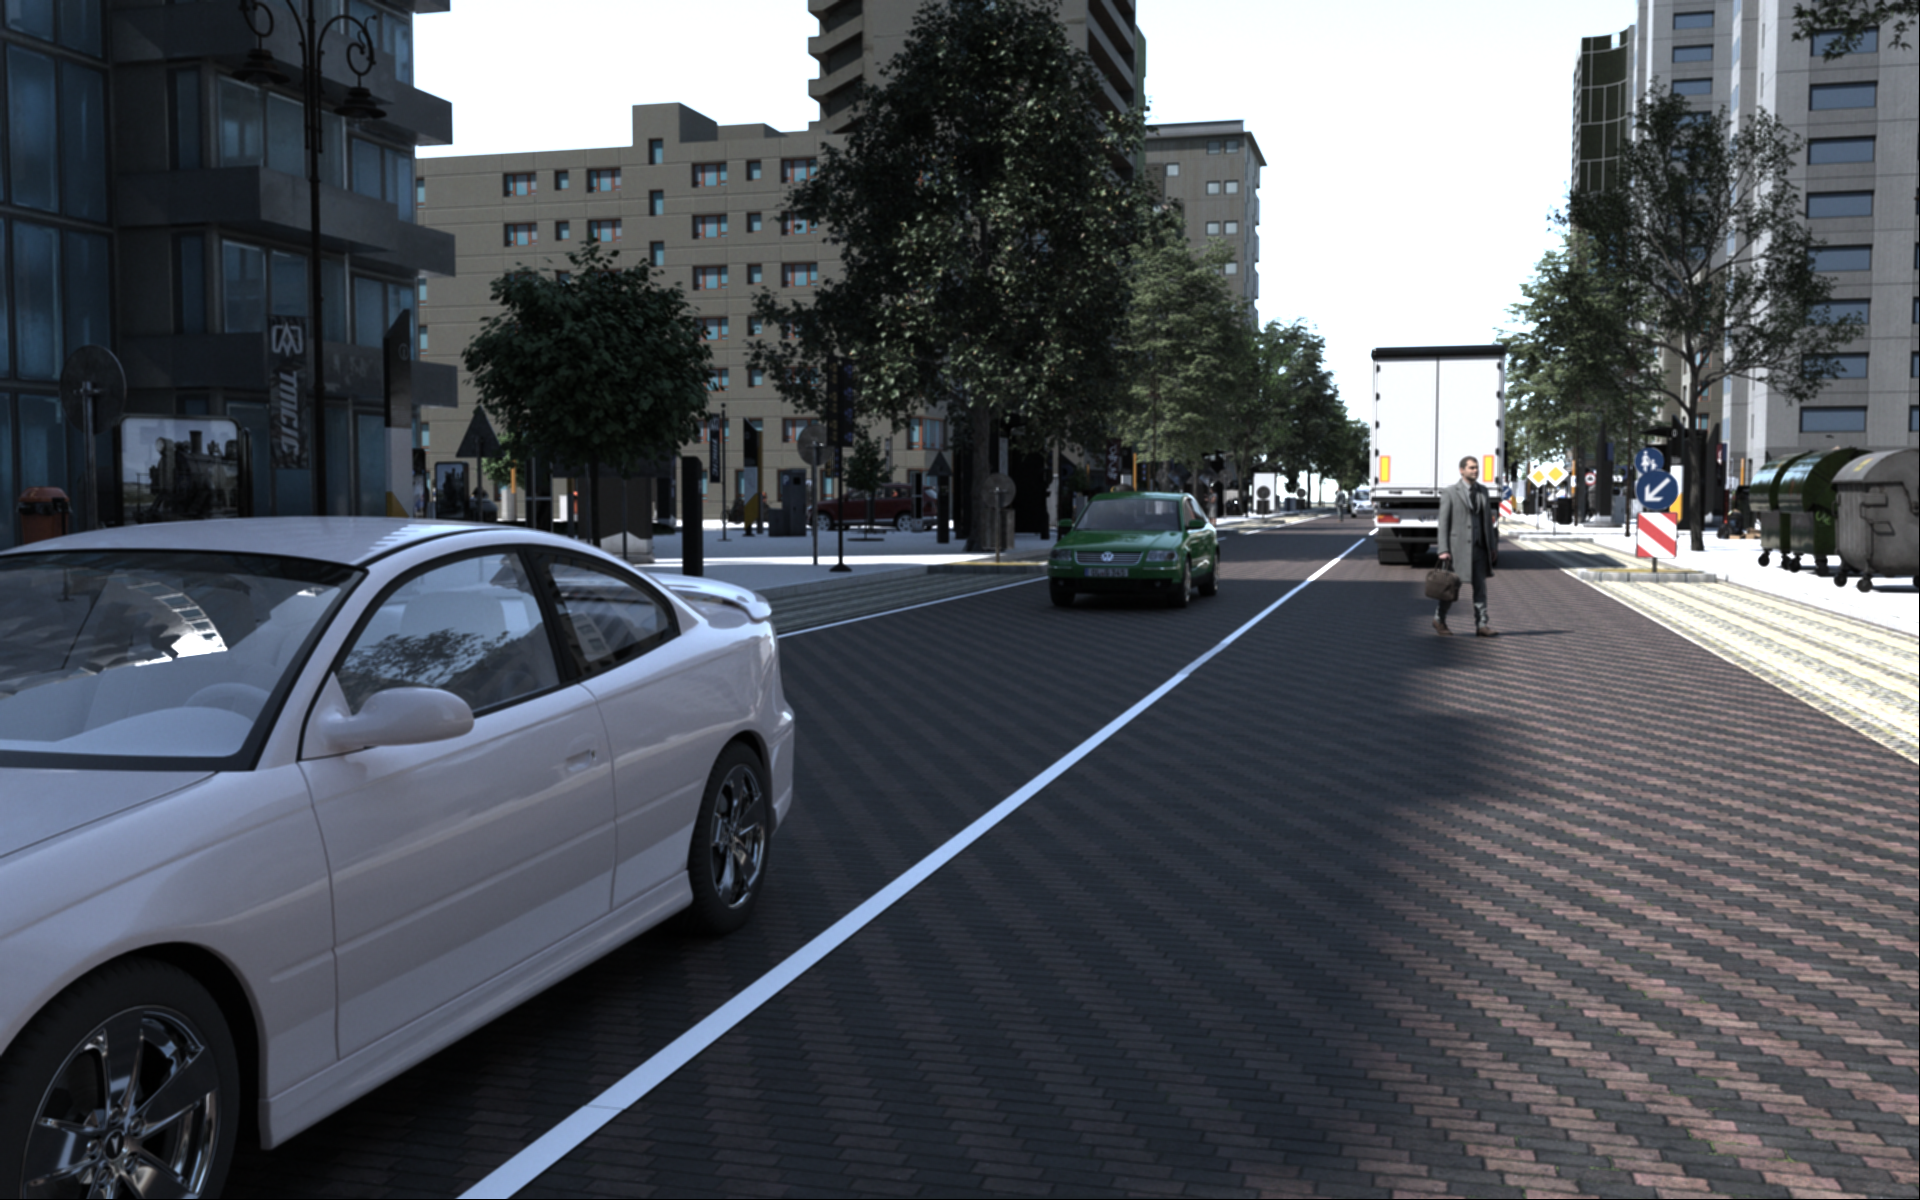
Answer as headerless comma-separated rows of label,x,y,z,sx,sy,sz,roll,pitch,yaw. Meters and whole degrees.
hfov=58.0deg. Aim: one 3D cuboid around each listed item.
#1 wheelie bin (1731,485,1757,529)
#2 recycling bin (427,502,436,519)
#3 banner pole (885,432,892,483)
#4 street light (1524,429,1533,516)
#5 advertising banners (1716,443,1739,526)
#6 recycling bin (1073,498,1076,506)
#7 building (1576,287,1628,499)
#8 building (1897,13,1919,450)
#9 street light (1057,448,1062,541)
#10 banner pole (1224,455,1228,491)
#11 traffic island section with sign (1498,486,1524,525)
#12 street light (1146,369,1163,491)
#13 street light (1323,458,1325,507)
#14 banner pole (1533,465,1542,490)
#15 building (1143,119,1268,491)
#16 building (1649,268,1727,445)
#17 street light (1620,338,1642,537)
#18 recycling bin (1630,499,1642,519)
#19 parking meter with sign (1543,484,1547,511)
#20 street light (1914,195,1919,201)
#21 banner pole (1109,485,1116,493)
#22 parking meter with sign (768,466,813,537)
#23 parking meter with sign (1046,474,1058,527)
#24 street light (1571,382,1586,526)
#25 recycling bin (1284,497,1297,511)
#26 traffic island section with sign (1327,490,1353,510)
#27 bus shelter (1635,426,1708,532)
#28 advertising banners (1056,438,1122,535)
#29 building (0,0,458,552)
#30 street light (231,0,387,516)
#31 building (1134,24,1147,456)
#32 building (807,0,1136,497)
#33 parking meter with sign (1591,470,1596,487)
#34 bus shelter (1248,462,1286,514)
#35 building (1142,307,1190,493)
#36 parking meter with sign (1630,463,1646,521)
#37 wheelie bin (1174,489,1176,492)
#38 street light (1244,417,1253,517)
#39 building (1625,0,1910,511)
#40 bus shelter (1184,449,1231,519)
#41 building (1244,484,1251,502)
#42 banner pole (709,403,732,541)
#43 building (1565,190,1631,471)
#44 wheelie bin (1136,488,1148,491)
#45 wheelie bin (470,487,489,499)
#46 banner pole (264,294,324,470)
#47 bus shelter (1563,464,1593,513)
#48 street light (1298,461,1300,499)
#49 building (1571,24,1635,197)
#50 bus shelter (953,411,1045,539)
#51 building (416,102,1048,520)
wheelie bin,28.556,-3.362,62.878,0.980,1.594,0.693,0,4,-3
recycling bin,-16.529,-2.596,55.001,0.722,1.027,0.722,-2,4,-33
banner pole,-2.799,-4.791,68.351,0.401,3.779,0.863,1,4,19
street light,32.940,-7.807,100.430,0.468,5.910,1.993,1,4,15
advertising banners,26.282,-3.863,59.344,0.090,3.025,2.074,0,4,4
recycling bin,7.101,-6.034,111.209,0.722,1.027,0.722,0,4,-1
building,92.816,-28.643,240.018,14.160,30.474,14.107,1,4,15
building,59.728,-34.624,108.103,21.231,58.520,28.212,1,4,15
street light,2.701,-4.527,46.809,0.468,5.910,1.993,1,4,15
banner pole,17.114,-7.443,111.715,0.401,3.779,0.863,3,4,37
traffic island section with sign,25.582,-4.477,81.826,1.989,1.847,2.006,1,4,15
street light,7.177,-5.571,63.876,0.468,5.910,1.993,1,4,15
street light,35.894,-12.112,170.813,0.468,5.910,1.993,1,4,15
banner pole,43.041,-8.497,128.944,0.863,3.779,0.401,3,5,42
building,28.706,-40.430,250.270,28.713,52.752,27.495,1,4,15
building,73.686,-18.239,143.246,27.650,21.520,28.899,1,4,15
street light,19.870,-4.807,51.380,0.468,5.910,1.993,1,4,15
recycling bin,34.499,-4.629,88.241,0.722,1.027,0.722,0,4,5
parking meter with sign,44.302,-8.289,131.790,1.738,3.016,0.543,2,4,25
street light,11.441,-2.890,20.047,0.468,5.910,1.993,1,4,15
banner pole,10.698,-8.050,121.640,0.863,3.779,0.401,1,4,17
parking meter with sign,-5.062,-3.443,52.547,0.543,3.016,1.738,3,5,41
parking meter with sign,3.461,-4.313,66.771,1.738,3.016,0.543,1,4,12
street light,24.396,-5.850,68.433,0.468,5.910,1.993,1,4,15
recycling bin,25.782,-7.501,135.195,0.722,1.027,0.722,3,5,43
traffic island section with sign,34.929,-9.237,159.646,1.989,1.847,2.006,1,4,15
bus shelter,25.475,-4.336,62.175,1.731,3.624,6.357,1,4,15
advertising banners,4.034,-3.549,54.207,2.074,3.025,0.090,0,4,3
building,-29.358,-25.690,39.646,30.456,49.044,23.786,1,4,15
street light,-5.743,-2.611,15.479,0.468,5.910,1.993,1,4,15
building,7.811,-28.421,148.275,14.154,41.232,14.086,1,4,15
building,0.904,-30.973,130.105,21.300,48.544,21.600,1,4,15
parking meter with sign,45.476,-7.836,124.374,0.543,3.016,1.738,3,4,36
bus shelter,19.912,-7.248,112.425,2.014,3.302,5.546,1,4,15
building,7.087,-19.953,171.276,27.650,21.520,28.899,1,4,15
parking meter with sign,33.273,-5.335,83.489,1.738,3.016,0.543,1,4,19
wheelie bin,14.038,-6.529,114.652,0.980,1.594,0.693,-3,5,-45
street light,15.949,-7.544,96.131,0.468,5.910,1.993,1,4,15
building,77.408,-38.461,170.844,21.231,58.520,28.212,1,4,15
bus shelter,13.282,-6.212,92.850,1.731,3.624,6.357,1,4,15
building,32.947,-35.733,276.120,32.217,40.220,23.993,1,4,15
banner pole,-6.604,-3.510,47.413,0.401,3.779,0.863,2,4,30
building,96.663,-36.898,253.397,14.600,45.320,14.200,1,4,15
wheelie bin,9.964,-5.343,95.262,0.980,1.594,0.693,1,4,17
wheelie bin,-22.559,-4.492,81.357,0.693,1.594,0.980,1,4,14
banner pole,-8.161,-1.926,21.511,0.863,3.779,0.401,-3,5,-40
bus shelter,41.612,-7.561,117.543,2.014,3.302,5.546,1,4,15
street light,27.062,-10.113,138.136,0.468,5.910,1.993,1,4,15
building,103.696,-50.793,268.713,20.563,71.187,20.611,1,4,15
bus shelter,1.400,-3.700,51.771,1.731,3.624,6.357,1,4,15
building,-11.279,-15.583,99.828,27.650,21.520,28.899,1,4,15
